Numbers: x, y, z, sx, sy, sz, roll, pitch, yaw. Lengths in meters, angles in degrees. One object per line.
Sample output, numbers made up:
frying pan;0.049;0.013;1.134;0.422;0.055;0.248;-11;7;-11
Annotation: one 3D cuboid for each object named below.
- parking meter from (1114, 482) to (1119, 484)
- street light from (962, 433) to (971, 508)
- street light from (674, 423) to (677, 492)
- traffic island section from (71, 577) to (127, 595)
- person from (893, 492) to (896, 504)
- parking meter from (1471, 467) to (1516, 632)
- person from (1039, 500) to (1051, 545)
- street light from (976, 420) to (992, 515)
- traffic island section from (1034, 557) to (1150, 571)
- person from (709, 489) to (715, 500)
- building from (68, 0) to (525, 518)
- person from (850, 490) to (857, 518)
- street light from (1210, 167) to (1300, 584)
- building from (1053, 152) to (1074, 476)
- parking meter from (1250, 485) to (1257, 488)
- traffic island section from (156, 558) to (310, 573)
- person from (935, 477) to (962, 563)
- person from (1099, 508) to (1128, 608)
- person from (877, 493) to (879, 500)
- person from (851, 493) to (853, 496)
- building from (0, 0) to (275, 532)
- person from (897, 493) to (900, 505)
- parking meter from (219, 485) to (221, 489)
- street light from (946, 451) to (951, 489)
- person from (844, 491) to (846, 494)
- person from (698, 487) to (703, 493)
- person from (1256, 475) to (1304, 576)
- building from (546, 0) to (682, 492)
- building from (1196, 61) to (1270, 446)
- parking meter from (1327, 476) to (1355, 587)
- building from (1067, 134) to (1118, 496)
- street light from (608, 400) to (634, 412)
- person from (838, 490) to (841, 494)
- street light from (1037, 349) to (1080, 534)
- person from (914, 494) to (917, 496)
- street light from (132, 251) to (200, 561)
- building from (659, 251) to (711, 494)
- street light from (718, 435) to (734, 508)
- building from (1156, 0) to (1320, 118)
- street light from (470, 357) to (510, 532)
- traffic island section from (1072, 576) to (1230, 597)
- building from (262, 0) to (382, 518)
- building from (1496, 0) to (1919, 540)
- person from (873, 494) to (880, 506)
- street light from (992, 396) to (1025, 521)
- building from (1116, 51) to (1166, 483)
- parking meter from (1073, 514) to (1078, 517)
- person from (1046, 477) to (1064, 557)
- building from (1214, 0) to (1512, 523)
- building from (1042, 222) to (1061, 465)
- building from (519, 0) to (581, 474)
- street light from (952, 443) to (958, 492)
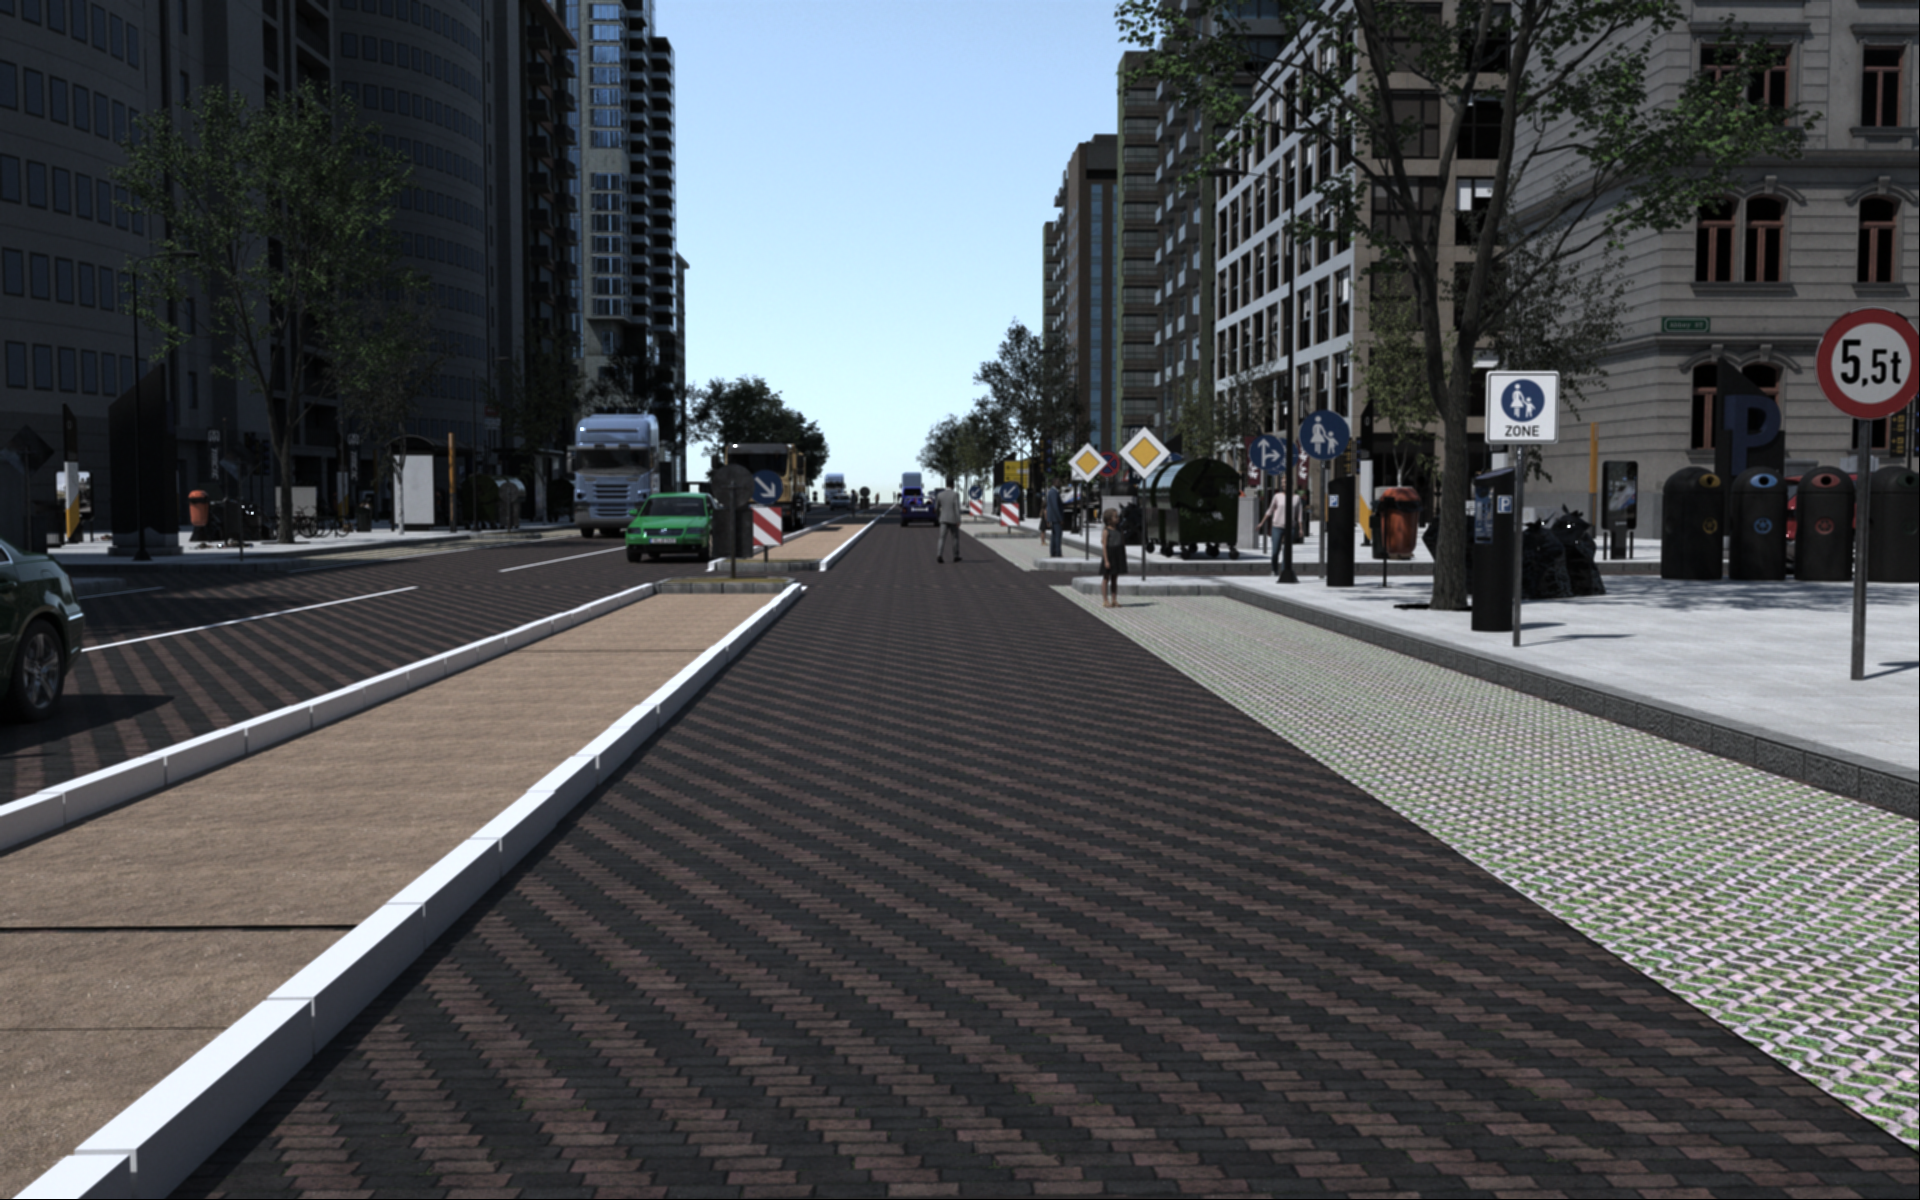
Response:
parking meter;7.289;-4.544;80.012;0.399;1.863;0.255;1;4;12
street light;0.929;-9.785;132.527;1.470;5.913;1.316;0;4;-2
street light;-17.465;-8.374;109.463;1.470;5.913;1.316;0;4;-2
traffic island section;-13.501;-0.173;25.110;2.009;0.180;2.903;0;4;-2
person;-9.290;-14.580;247.704;0.721;1.723;1.217;0;4;-4
parking meter;4.999;-0.478;16.229;0.372;1.533;0.369;0;3;0
person;2.376;-2.140;48.164;0.373;1.253;0.362;-1;4;-10
street light;1.585;-8.283;107.966;1.470;5.913;1.316;0;4;-2
traffic island section;2.487;-0.691;33.584;2.009;0.180;2.903;0;4;-2
person;-15.804;-6.245;110.572;1.348;1.831;0.705;3;4;39
building;-44.215;-35.375;120.381;21.231;58.520;28.212;0;4;-2
person;-6.332;-5.702;102.726;0.522;1.701;0.512;-2;4;-28
street light;4.194;-3.197;24.810;1.470;5.913;1.316;0;4;-2
building;24.585;-37.863;238.661;23.786;49.044;30.456;0;4;-2
parking meter;14.268;-4.790;84.032;0.255;1.863;0.399;2;4;34
traffic island section;-13.746;-0.661;33.092;2.009;0.180;2.903;0;4;-2
person;-0.242;-1.678;36.211;0.678;1.792;0.850;2;4;24
person;1.947;-0.528;21.806;0.362;1.253;0.373;-2;4;-31
person;-11.255;-13.985;238.616;0.415;1.643;0.593;-1;4;-20
person;-11.858;-11.325;193.534;0.599;1.838;0.709;-2;4;-23
building;-40.436;-31.725;60.709;21.231;58.520;28.212;0;4;-2
person;-8.309;-13.682;233.674;0.415;1.643;0.593;1;4;22
parking meter;-28.498;-3.703;66.247;0.399;1.863;0.255;-2;4;-35
street light;-0.798;-12.984;184.827;1.470;5.913;1.316;0;4;-2
person;-13.677;-12.102;206.347;0.705;1.826;1.348;-2;4;-25
person;-13.354;-4.949;89.761;0.599;1.781;0.374;-1;4;-11
person;5.152;-1.153;28.030;0.731;1.740;0.598;0;4;1
building;-46.967;-55.487;219.882;22.319;86.520;31.000;0;4;-2
building;23.316;-21.271;119.484;14.160;30.474;14.107;0;4;-2
parking meter;5.284;-0.955;24.019;0.372;1.533;0.369;0;3;0
building;20.928;-34.616;216.076;14.600;45.320;14.200;0;4;-2
street light;-16.797;-6.921;85.697;1.470;5.913;1.316;0;4;-2
person;-12.917;-10.802;185.119;0.705;1.824;1.348;2;4;27
street light;3.183;-5.091;55.777;1.470;5.913;1.316;0;4;-2
person;-3.043;-6.372;115.903;0.599;1.433;0.991;-1;4;-17
street light;-15.209;-3.709;33.189;1.470;5.913;1.316;0;4;-2
building;-52.573;-34.073;248.973;32.217;40.220;23.993;0;4;-2
street light;-18.334;-9.959;135.374;1.470;5.913;1.316;0;4;-2
building;28.171;-31.919;141.481;23.786;49.044;30.456;0;4;-2
street light;-15.987;-5.288;58.992;1.470;5.913;1.316;0;4;-2
traffic island section;2.733;-0.203;25.603;2.009;0.180;2.903;0;4;-2
building;-43.283;-40.021;92.601;20.563;71.187;20.611;0;4;-2
building;30.377;-16.327;54.330;23.554;28.519;14.401;0;4;-2
person;-9.761;-11.665;202.485;1.065;1.426;0.557;3;5;40
street light;2.386;-6.705;82.163;1.470;5.913;1.316;0;4;-2
building;21.637;-29.382;163.986;14.154;41.232;14.086;0;4;-2
parking meter;6.464;-5.454;97.582;0.372;1.533;0.369;0;3;0
person;2.075;-1.762;37.490;0.419;1.800;0.721;-1;4;-13
building;26.199;-17.604;92.345;19.350;26.468;34.151;0;4;-2
building;19.315;-35.345;261.478;14.154;41.232;14.086;0;4;-2
building;-45.445;-30.268;149.511;22.147;44.769;28.867;0;4;-2
street light;0.143;-11.363;158.330;1.470;5.913;1.316;0;4;-2
